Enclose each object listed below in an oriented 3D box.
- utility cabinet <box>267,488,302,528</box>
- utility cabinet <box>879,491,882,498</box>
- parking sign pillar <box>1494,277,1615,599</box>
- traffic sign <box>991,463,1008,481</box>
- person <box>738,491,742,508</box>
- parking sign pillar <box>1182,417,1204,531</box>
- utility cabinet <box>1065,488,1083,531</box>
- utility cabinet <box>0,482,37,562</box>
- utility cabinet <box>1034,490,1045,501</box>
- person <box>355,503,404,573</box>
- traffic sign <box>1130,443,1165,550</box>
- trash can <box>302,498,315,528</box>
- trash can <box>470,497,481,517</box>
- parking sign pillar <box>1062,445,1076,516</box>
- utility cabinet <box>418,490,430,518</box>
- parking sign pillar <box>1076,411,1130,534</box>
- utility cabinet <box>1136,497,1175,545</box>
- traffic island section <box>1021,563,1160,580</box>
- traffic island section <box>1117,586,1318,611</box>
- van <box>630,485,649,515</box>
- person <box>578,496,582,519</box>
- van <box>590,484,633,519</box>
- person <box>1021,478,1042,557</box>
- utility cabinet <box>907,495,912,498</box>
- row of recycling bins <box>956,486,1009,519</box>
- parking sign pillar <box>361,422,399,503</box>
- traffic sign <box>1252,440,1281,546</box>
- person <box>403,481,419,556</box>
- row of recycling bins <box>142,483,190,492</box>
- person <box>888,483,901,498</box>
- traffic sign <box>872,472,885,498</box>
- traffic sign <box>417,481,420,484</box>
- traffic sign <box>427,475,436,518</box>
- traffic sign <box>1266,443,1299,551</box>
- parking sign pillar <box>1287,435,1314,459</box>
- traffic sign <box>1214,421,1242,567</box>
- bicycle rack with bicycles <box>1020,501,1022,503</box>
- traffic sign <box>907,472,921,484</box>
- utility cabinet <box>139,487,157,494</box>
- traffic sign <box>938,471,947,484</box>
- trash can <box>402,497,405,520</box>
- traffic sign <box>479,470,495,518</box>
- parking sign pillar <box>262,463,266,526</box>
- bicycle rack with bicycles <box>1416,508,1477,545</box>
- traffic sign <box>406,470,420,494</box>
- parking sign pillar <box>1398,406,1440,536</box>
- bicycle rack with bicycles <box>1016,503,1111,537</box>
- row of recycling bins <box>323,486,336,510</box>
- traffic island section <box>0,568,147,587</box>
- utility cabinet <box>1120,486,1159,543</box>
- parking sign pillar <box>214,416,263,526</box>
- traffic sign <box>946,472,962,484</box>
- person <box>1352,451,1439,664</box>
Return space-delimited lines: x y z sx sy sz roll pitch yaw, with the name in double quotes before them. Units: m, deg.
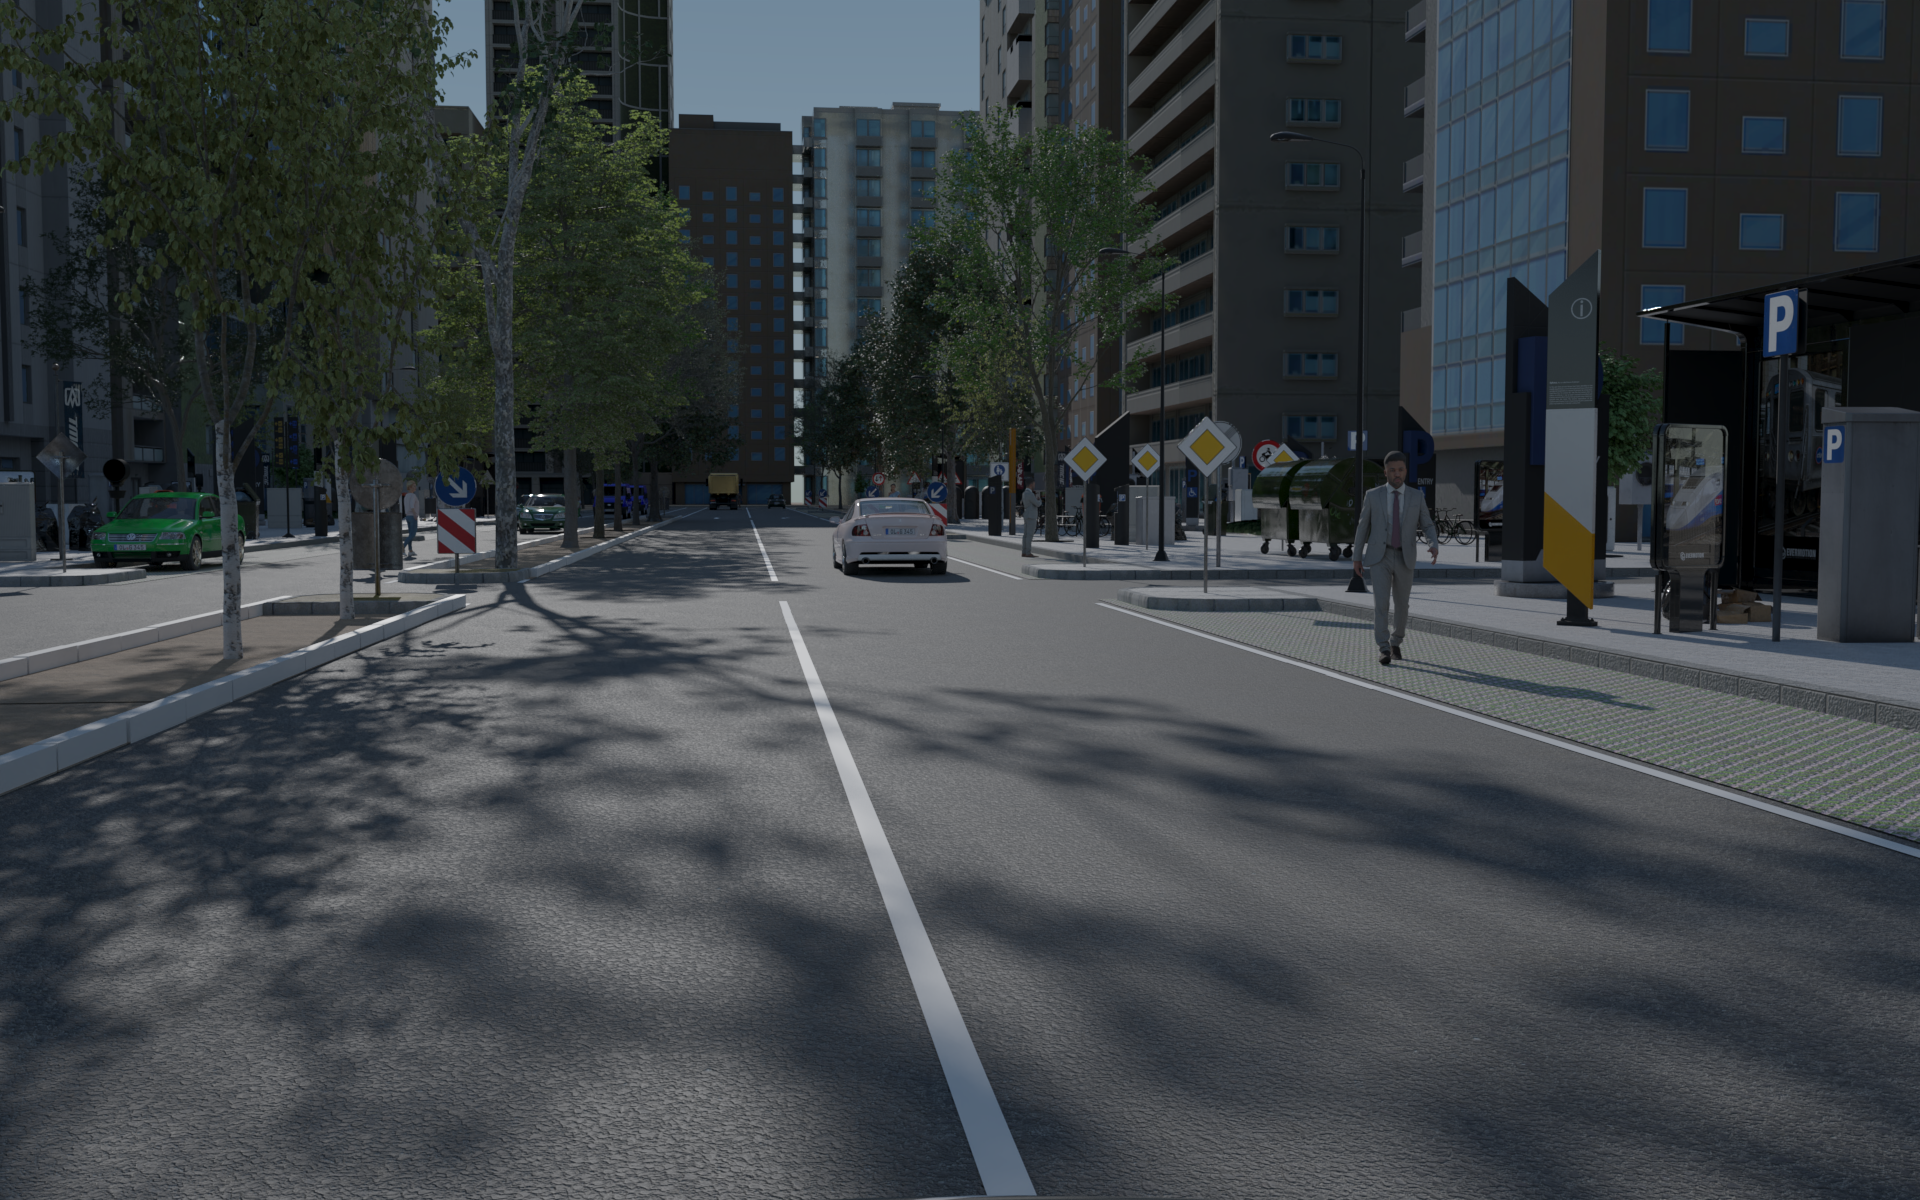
"utility cabinet" -25.107 -3.407 64.385 1.173 1.500 0.318 -1 4 -16
"utility cabinet" -5.005 -5.752 102.728 0.318 1.500 1.173 2 4 24
"parking sign pillar" 7.488 -2.035 21.738 1.447 3.967 1.447 -1 4 -21
"traffic sign" 1.273 -3.296 56.023 0.606 2.300 0.079 0 4 -2
"person" -23.030 -10.442 179.773 0.990 1.755 0.434 1 4 18
"parking sign pillar" 8.114 -4.396 60.349 1.447 3.967 1.447 1 4 9
"utility cabinet" 4.095 -3.091 59.221 0.318 1.500 1.173 -3 4 -36
"utility cabinet" -18.033 -1.456 32.490 1.173 1.500 0.318 -1 4 -12
"utility cabinet" 4.864 -5.751 102.702 1.173 1.500 0.318 0 4 6
"person" -10.373 -1.377 30.992 0.713 1.824 0.794 2 4 35
"traffic sign" 4.279 -2.350 39.609 0.795 2.450 0.064 0 4 -5
"trash can" -24.898 -3.356 66.518 0.748 1.137 0.748 0 3 0
"trash can" -26.788 -5.142 95.722 0.748 1.137 0.748 0 3 0
"parking sign pillar" 6.310 -6.491 94.603 1.447 3.967 1.447 1 4 23
"utility cabinet" -28.029 -5.009 90.576 0.318 1.500 1.173 0 4 -4
"parking sign pillar" 4.844 -4.134 56.060 1.447 3.967 1.447 -2 4 -31
"utility cabinet" 4.946 -2.000 43.862 1.020 1.237 0.306 -2 4 -28
"traffic island section" 2.205 -0.498 30.421 2.009 0.180 2.903 0 4 -7
"traffic island section" 3.206 -0.013 22.498 2.009 0.180 2.903 0 4 -7
"van" -22.633 -7.049 119.630 2.240 2.365 5.245 0 4 -7
"person" -22.052 -5.357 100.330 0.306 1.304 0.590 1 4 21
"van" -20.033 -5.843 99.919 2.240 2.365 5.245 0 4 -7
"person" 1.637 -1.860 39.097 0.466 1.800 0.511 -2 4 -29
"utility cabinet" -2.459 -5.259 97.140 1.020 1.237 0.306 0 4 -7
"row of recycling bins" 1.082 -5.001 88.875 3.534 1.692 1.069 0 4 2
"parking sign pillar" -21.680 -4.662 64.694 1.447 3.967 1.447 0 4 -7
"traffic sign" 7.224 -2.482 40.680 0.768 2.556 0.104 0 4 1
"person" -12.738 -1.887 40.022 0.731 1.740 0.598 3 5 39
"row of recycling bins" -30.527 -3.627 66.409 1.069 1.692 3.534 -3 5 -44
"person" -2.350 -3.203 60.956 0.616 1.811 0.778 2 4 26
"traffic sign" -4.721 -6.148 100.623 0.768 2.556 0.104 0 4 -4
"traffic sign" -29.498 -5.712 93.504 0.768 2.556 0.104 0 4 -4
"traffic sign" -28.185 -5.669 92.797 0.768 2.556 0.104 0 4 -4
"traffic sign" 7.271 -2.312 38.987 0.795 2.450 0.064 0 4 -3
"parking sign pillar" 15.312 -5.494 78.296 1.447 3.967 1.447 3 5 41
"traffic sign" 4.532 -1.847 30.306 0.768 2.556 0.104 0 4 -4
"bicycle rack with bicycles" 3.529 -3.002 62.467 2.852 0.926 2.925 1 4 9
"traffic sign" -2.469 -5.783 94.550 0.884 2.594 0.081 0 4 -2
"utility cabinet" -24.127 -2.619 51.500 0.318 1.500 1.173 -1 4 -15
"traffic sign" -0.964 -5.749 93.993 0.884 2.594 0.081 0 4 -3
"trash can" -28.235 -4.610 87.026 0.748 1.137 0.748 0 3 0
"traffic sign" -25.416 -5.699 93.190 0.884 2.594 0.081 0 4 -6
"parking sign pillar" -28.979 -5.002 70.261 1.447 3.967 1.447 -2 4 -35
"bicycle rack with bicycles" 12.256 -1.906 44.540 2.852 0.926 2.925 -2 4 -28
"traffic sign" -28.942 -5.603 91.715 0.768 2.556 0.104 0 4 -3
"parking sign pillar" 14.060 -3.965 53.307 1.447 3.967 1.447 -2 4 -34
"bicycle rack with bicycles" 3.693 -2.411 52.802 2.852 0.926 2.925 -2 4 -33
"row of recycling bins" -34.674 -5.357 94.694 1.069 1.692 3.534 -1 4 -22
"traffic island section" -14.653 -0.368 28.304 2.009 0.180 2.903 0 4 -7
"utility cabinet" 4.680 -2.215 44.896 1.173 1.500 0.318 3 4 39
"parking sign pillar" -25.046 -4.367 59.865 1.447 3.967 1.447 -1 4 -20
"traffic sign" -0.322 -5.675 92.795 0.884 2.594 0.081 0 4 -5
"person" 3.678 -0.360 14.666 0.678 1.792 0.850 0 4 8
